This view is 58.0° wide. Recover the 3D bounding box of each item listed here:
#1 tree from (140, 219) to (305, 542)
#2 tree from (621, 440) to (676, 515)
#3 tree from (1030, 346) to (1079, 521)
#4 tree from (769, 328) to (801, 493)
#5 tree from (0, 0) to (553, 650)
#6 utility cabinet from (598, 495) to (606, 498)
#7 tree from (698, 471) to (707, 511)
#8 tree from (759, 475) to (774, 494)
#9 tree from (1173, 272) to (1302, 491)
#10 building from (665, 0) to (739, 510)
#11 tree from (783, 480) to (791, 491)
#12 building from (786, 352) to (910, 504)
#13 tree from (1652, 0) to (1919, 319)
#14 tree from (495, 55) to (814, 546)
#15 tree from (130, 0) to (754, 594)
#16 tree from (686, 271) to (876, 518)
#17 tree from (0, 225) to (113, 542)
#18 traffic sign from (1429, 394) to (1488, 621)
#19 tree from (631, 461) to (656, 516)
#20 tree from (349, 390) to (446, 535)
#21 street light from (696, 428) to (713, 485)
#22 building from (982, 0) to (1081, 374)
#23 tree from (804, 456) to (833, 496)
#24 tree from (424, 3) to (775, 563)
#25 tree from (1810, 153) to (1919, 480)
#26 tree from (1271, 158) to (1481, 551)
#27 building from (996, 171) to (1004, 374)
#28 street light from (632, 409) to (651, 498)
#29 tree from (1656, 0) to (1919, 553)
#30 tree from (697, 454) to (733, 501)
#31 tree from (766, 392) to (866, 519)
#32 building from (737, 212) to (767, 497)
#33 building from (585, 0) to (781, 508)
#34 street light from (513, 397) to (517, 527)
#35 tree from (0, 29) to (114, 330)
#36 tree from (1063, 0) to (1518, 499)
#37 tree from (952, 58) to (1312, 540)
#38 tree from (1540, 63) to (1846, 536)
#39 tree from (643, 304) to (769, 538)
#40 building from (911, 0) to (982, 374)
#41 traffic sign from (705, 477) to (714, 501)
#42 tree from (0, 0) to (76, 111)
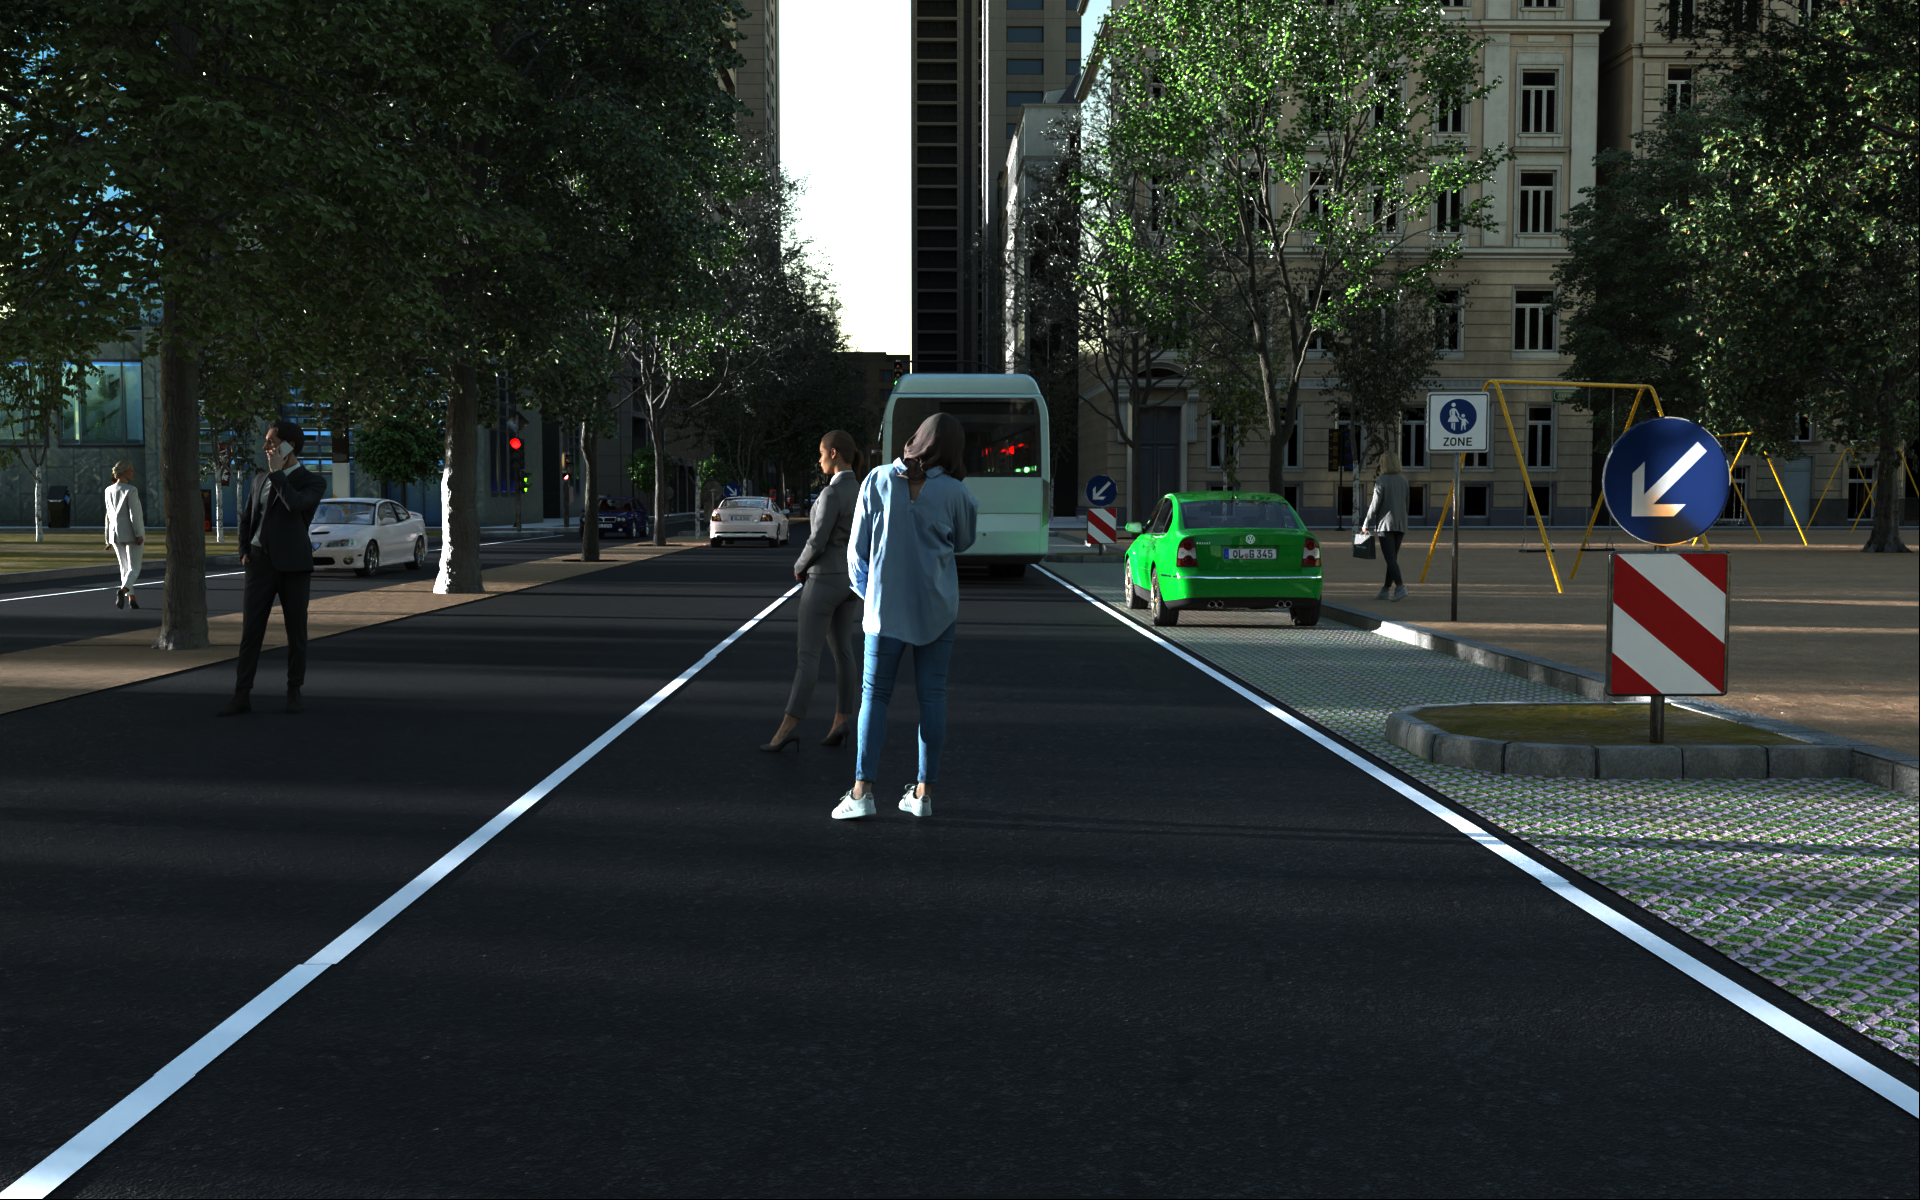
[{"bbox_3d":[-19.543,-5.852,46.038,4.360,8.622,3.978,0,3,0],"label":"tree"},{"bbox_3d":[-18.990,-7.465,105.765,4.285,4.588,4.351,0,3,0],"label":"tree"},{"bbox_3d":[4.490,-8.172,83.975,4.360,8.622,3.978,0,3,0],"label":"tree"},{"bbox_3d":[-8.443,-7.017,67.543,4.360,8.622,3.978,0,3,0],"label":"tree"},{"bbox_3d":[-7.285,-5.839,16.058,7.486,12.596,7.792,0,3,0],"label":"tree"},{"bbox_3d":[-17.207,-4.381,82.792,0.306,1.237,1.020,0,4,8],"label":"utility cabinet"},{"bbox_3d":[-19.794,-8.413,132.147,1.663,3.219,1.824,0,3,0],"label":"tree"},{"bbox_3d":[-19.779,-11.123,176.456,1.663,3.219,1.824,0,3,0],"label":"tree"},{"bbox_3d":[8.959,-6.512,56.834,4.737,8.622,4.395,0,3,0],"label":"tree"},{"bbox_3d":[-31.257,-32.284,151.541,21.300,48.544,21.600,0,4,-1],"label":"building"},{"bbox_3d":[-20.422,-12.711,202.422,1.663,3.219,1.824,0,3,0],"label":"tree"},{"bbox_3d":[-21.355,-24.183,240.425,28.899,21.520,27.650,0,4,-1],"label":"building"},{"bbox_3d":[11.164,-5.036,16.744,8.767,10.594,7.601,2,4,24],"label":"tree"},{"bbox_3d":[-8.230,-8.213,47.117,12.009,13.543,11.850,0,3,0],"label":"tree"},{"bbox_3d":[-7.268,-7.074,24.773,9.857,13.997,8.962,0,3,0],"label":"tree"},{"bbox_3d":[-9.114,-10.260,87.223,9.611,12.733,9.660,0,3,0],"label":"tree"},{"bbox_3d":[-24.908,-5.886,46.595,4.737,8.622,4.395,0,3,0],"label":"tree"},{"bbox_3d":[4.997,-0.937,17.451,0.606,2.300,0.079,0,4,6],"label":"traffic sign"},{"bbox_3d":[-18.189,-6.451,100.076,1.663,3.219,1.824,0,3,0],"label":"tree"},{"bbox_3d":[-17.402,-4.311,54.193,4.285,4.588,4.351,0,3,0],"label":"tree"},{"bbox_3d":[-17.989,-9.135,121.901,1.470,5.913,1.316,0,4,-1],"label":"street light"},{"bbox_3d":[12.771,-38.906,178.119,21.231,58.520,28.212,0,4,-1],"label":"building"},{"bbox_3d":[-10.060,-10.473,124.057,4.360,8.622,3.978,0,3,0],"label":"tree"},{"bbox_3d":[-7.691,-6.601,36.136,9.928,11.665,9.643,0,3,0],"label":"tree"},{"bbox_3d":[16.851,-4.802,28.872,4.360,8.622,3.978,0,3,0],"label":"tree"},{"bbox_3d":[9.098,-5.394,38.556,4.360,8.622,3.978,0,3,0],"label":"tree"},{"bbox_3d":[10.169,-23.614,157.785,14.160,30.474,14.107,0,4,-1],"label":"building"},{"bbox_3d":[-17.308,-7.459,94.495,1.470,5.913,1.316,0,4,-1],"label":"street light"},{"bbox_3d":[20.396,-7.396,37.928,9.611,12.733,9.660,0,3,0],"label":"tree"},{"bbox_3d":[-19.664,-9.471,138.570,4.285,4.588,4.351,0,3,0],"label":"tree"},{"bbox_3d":[-9.754,-9.824,97.490,8.767,10.594,7.601,0,4,-1],"label":"tree"},{"bbox_3d":[-28.368,-25.286,185.126,14.160,30.474,14.107,0,4,-1],"label":"building"},{"bbox_3d":[-32.116,-46.847,204.200,20.611,71.187,20.563,0,4,-1],"label":"building"},{"bbox_3d":[-16.583,-5.766,66.811,1.470,5.913,1.316,0,4,-1],"label":"street light"},{"bbox_3d":[-17.056,-6.188,26.937,9.928,11.665,9.643,0,3,0],"label":"tree"},{"bbox_3d":[5.666,-6.391,30.256,9.928,11.665,9.643,0,3,0],"label":"tree"},{"bbox_3d":[4.912,-8.471,48.868,12.009,13.543,11.850,0,3,0],"label":"tree"},{"bbox_3d":[22.684,-8.951,53.005,9.857,13.997,8.962,0,3,0],"label":"tree"},{"bbox_3d":[-8.433,-6.282,55.533,4.360,8.622,3.978,0,3,0],"label":"tree"},{"bbox_3d":[3.701,-48.775,235.720,20.611,71.187,20.563,0,4,-1],"label":"building"},{"bbox_3d":[-18.355,-7.768,127.109,0.768,2.556,0.104,0,3,0],"label":"traffic sign"},{"bbox_3d":[-7.696,-4.380,8.477,8.767,10.594,7.601,0,4,-1],"label":"tree"}]
